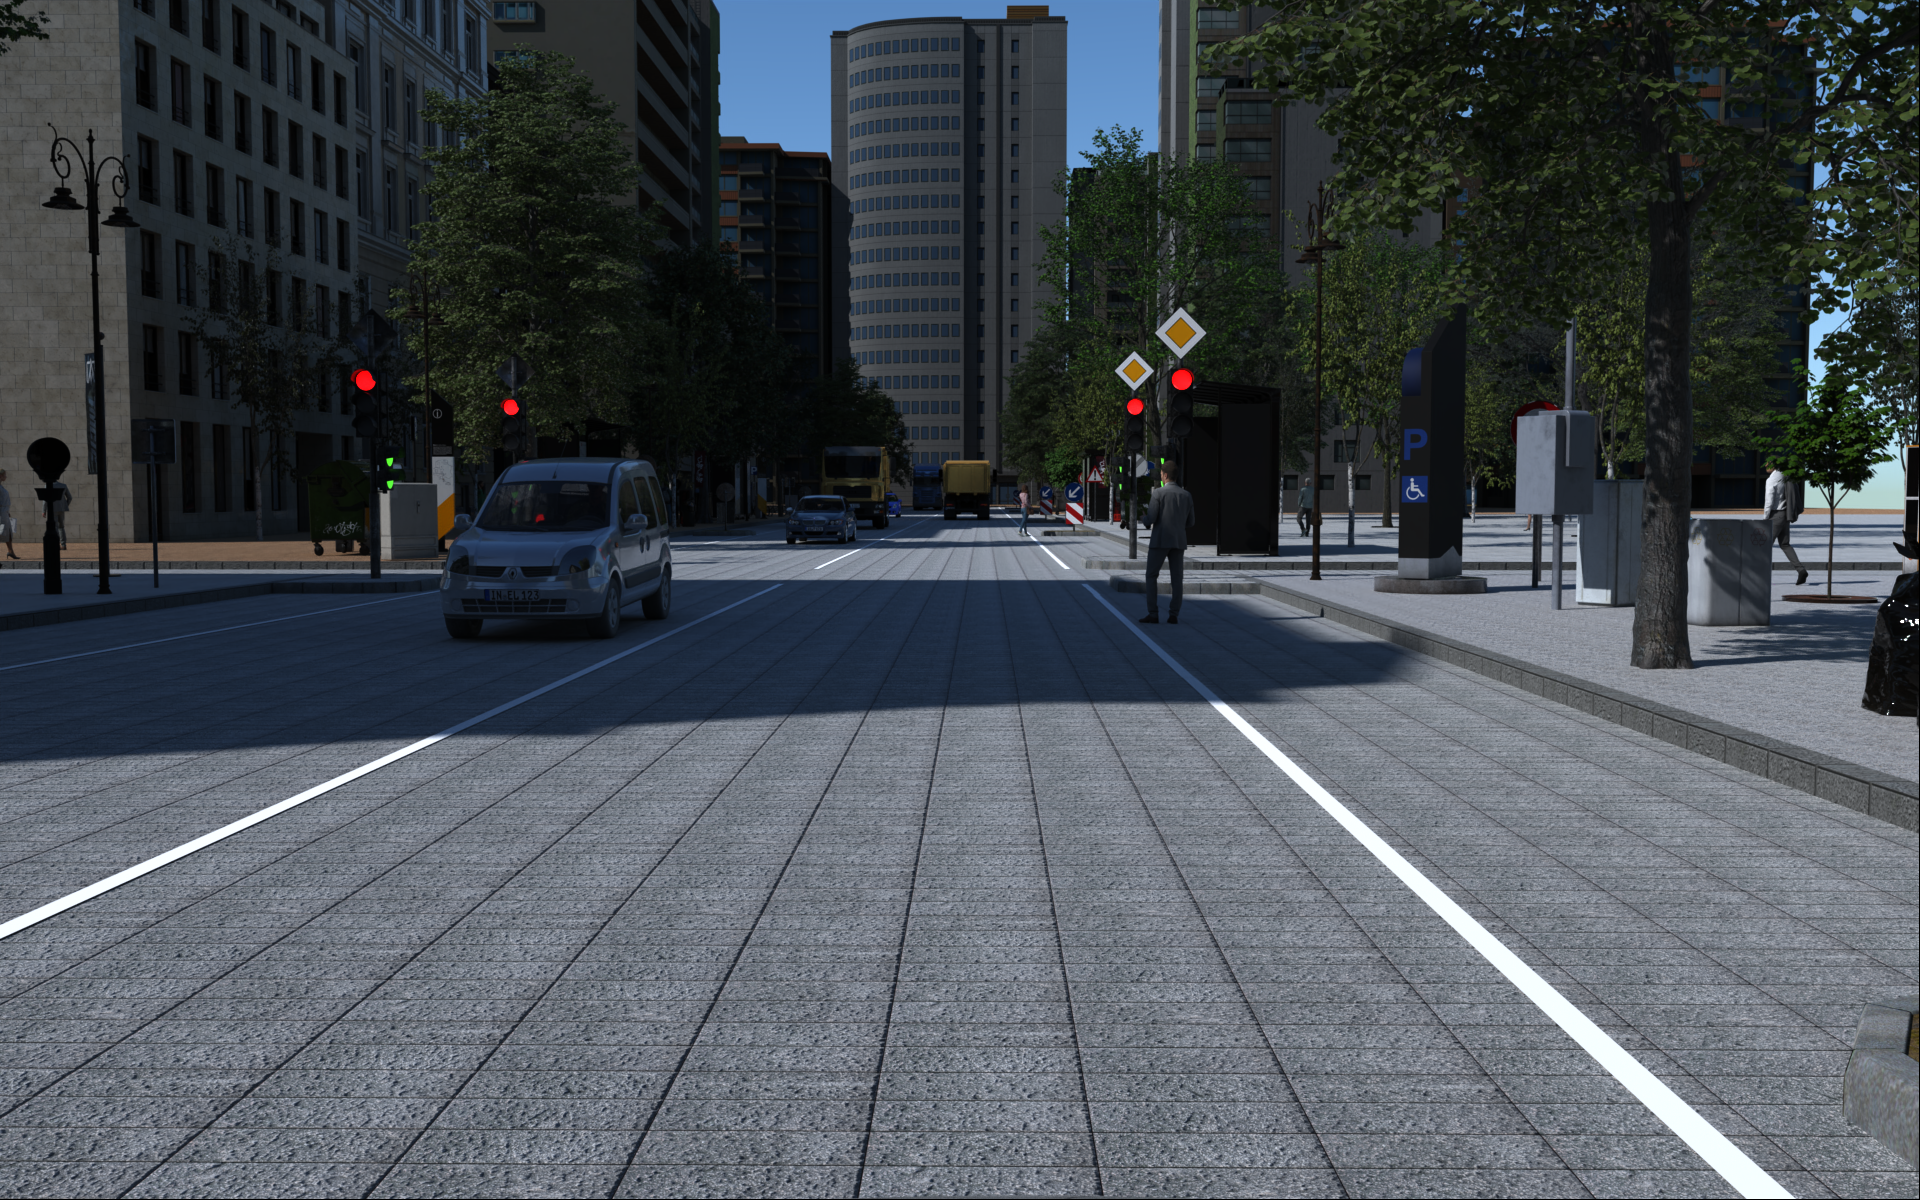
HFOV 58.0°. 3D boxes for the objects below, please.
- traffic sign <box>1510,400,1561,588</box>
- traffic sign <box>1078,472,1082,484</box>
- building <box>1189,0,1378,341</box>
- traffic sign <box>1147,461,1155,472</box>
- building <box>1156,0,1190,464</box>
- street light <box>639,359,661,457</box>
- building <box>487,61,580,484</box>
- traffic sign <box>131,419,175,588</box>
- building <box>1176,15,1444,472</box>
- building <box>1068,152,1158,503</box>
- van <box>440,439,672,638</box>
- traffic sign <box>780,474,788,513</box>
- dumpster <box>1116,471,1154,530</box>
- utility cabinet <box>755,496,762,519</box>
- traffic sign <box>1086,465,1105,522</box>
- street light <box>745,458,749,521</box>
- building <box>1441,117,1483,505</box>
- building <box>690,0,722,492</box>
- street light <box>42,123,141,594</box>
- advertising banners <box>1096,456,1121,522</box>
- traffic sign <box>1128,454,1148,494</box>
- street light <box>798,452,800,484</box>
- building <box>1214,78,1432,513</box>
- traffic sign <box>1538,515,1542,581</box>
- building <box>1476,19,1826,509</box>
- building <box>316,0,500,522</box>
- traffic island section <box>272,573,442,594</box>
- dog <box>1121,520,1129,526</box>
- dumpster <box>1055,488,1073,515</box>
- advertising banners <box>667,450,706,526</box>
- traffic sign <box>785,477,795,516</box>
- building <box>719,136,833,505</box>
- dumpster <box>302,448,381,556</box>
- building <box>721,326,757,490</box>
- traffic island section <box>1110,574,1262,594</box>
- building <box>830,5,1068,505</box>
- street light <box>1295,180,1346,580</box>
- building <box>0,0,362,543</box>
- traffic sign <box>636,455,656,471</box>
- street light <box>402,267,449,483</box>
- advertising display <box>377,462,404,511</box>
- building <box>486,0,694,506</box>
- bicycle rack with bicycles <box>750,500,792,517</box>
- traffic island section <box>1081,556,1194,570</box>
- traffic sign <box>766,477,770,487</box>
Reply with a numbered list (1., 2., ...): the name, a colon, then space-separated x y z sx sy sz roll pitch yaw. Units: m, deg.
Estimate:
1. traffic sign: 7.874 -1.440 23.644 0.768 2.556 0.104 0 4 5
2. traffic sign: 7.051 -5.983 97.926 0.768 2.556 0.104 0 4 5
3. building: 24.987 -27.784 137.866 14.154 41.232 14.086 0 4 1
4. traffic sign: 7.225 -4.075 66.730 0.768 2.556 0.104 1 4 10
5. building: 28.740 -37.738 159.016 21.231 58.520 28.212 0 4 1
6. street light: -10.478 -5.249 58.610 0.468 5.910 1.993 0 4 1
7. building: -27.815 -15.933 90.175 12.332 23.373 15.834 0 4 1
8. traffic sign: -11.006 -1.317 23.656 0.606 2.300 0.079 0 4 2
9. building: 42.324 -41.017 212.633 28.212 58.520 21.231 0 4 1
10. building: 20.377 -32.203 210.121 14.086 41.232 14.154 0 4 1
11. van: -4.217 -0.703 18.506 2.013 2.044 4.112 0 4 2
12. traffic sign: -11.184 -6.672 109.194 0.768 2.556 0.104 0 4 3
13. dumpster: 6.430 -3.663 62.390 1.502 2.255 1.985 0 4 1
14. utility cabinet: -10.500 -4.897 91.235 0.306 1.237 1.020 1 4 12
15. traffic sign: 6.103 -4.787 78.266 0.884 2.594 0.081 1 4 9
16. street light: -10.112 -6.679 81.997 0.468 5.910 1.993 0 4 1
17. building: 63.868 -34.182 208.981 14.200 45.320 14.600 0 4 1
18. building: -27.044 -27.803 138.175 14.154 41.232 14.086 0 4 1
19. street light: -11.003 -3.016 22.094 0.468 5.910 1.993 0 4 1
20. advertising banners: 7.244 -5.094 79.469 2.074 3.025 0.090 0 4 -6
21. traffic sign: 5.506 -3.321 54.402 0.768 2.556 0.104 0 4 2
22. street light: -9.794 -8.100 105.215 0.468 5.910 1.993 0 4 1
23. building: 24.960 -21.534 123.787 14.160 30.474 14.107 0 4 1
24. traffic sign: 8.500 -1.546 25.378 0.768 2.556 0.104 0 4 7
25. building: 64.369 -31.039 162.111 28.867 44.769 22.147 0 4 1
26. building: -28.223 -17.455 71.293 13.634 28.700 20.117 0 4 1
27. traffic island section: -8.914 -0.250 26.372 2.009 0.180 2.903 0 4 1
28. dog: 6.648 -3.326 68.767 0.513 0.831 0.800 3 4 38
29. dumpster: 6.438 -6.104 105.557 1.264 1.857 1.865 0 4 1
30. advertising banners: -11.145 -4.508 69.900 2.074 3.025 0.090 1 4 22
31. traffic sign: -10.109 -6.161 102.863 0.606 2.300 0.079 1 4 10
32. building: -30.185 -34.273 214.987 28.867 44.769 22.147 0 4 1
33. dumpster: -12.850 -2.090 36.668 1.502 2.255 1.985 0 4 1
34. building: -35.103 -19.301 160.617 28.899 21.520 27.650 0 4 1
35. traffic island section: 3.326 -0.240 26.199 2.009 0.180 2.903 0 4 1
36. building: -1.418 -41.060 213.328 28.212 58.520 21.231 0 4 1
37. street light: 5.316 -3.236 25.693 0.468 5.910 1.993 0 4 1
38. building: -26.639 -12.130 53.072 10.420 20.320 16.860 0 4 1
39. traffic sign: -10.235 -3.432 56.215 0.768 2.556 0.104 0 4 5
40. street light: -10.879 -3.829 35.394 0.468 5.910 1.993 0 4 1
41. advertising display: -11.553 -1.822 35.011 0.123 1.923 0.974 1 4 14
42. building: -30.980 -30.344 119.821 21.300 48.544 21.600 0 4 1
43. bicycle rack with bicycles: -11.123 -5.276 99.652 2.852 0.926 2.925 3 4 36
44. traffic island section: 3.437 -0.728 34.183 2.009 0.180 2.903 0 4 1
45. traffic sign: -11.945 -6.349 105.932 0.606 2.300 0.079 0 4 5
